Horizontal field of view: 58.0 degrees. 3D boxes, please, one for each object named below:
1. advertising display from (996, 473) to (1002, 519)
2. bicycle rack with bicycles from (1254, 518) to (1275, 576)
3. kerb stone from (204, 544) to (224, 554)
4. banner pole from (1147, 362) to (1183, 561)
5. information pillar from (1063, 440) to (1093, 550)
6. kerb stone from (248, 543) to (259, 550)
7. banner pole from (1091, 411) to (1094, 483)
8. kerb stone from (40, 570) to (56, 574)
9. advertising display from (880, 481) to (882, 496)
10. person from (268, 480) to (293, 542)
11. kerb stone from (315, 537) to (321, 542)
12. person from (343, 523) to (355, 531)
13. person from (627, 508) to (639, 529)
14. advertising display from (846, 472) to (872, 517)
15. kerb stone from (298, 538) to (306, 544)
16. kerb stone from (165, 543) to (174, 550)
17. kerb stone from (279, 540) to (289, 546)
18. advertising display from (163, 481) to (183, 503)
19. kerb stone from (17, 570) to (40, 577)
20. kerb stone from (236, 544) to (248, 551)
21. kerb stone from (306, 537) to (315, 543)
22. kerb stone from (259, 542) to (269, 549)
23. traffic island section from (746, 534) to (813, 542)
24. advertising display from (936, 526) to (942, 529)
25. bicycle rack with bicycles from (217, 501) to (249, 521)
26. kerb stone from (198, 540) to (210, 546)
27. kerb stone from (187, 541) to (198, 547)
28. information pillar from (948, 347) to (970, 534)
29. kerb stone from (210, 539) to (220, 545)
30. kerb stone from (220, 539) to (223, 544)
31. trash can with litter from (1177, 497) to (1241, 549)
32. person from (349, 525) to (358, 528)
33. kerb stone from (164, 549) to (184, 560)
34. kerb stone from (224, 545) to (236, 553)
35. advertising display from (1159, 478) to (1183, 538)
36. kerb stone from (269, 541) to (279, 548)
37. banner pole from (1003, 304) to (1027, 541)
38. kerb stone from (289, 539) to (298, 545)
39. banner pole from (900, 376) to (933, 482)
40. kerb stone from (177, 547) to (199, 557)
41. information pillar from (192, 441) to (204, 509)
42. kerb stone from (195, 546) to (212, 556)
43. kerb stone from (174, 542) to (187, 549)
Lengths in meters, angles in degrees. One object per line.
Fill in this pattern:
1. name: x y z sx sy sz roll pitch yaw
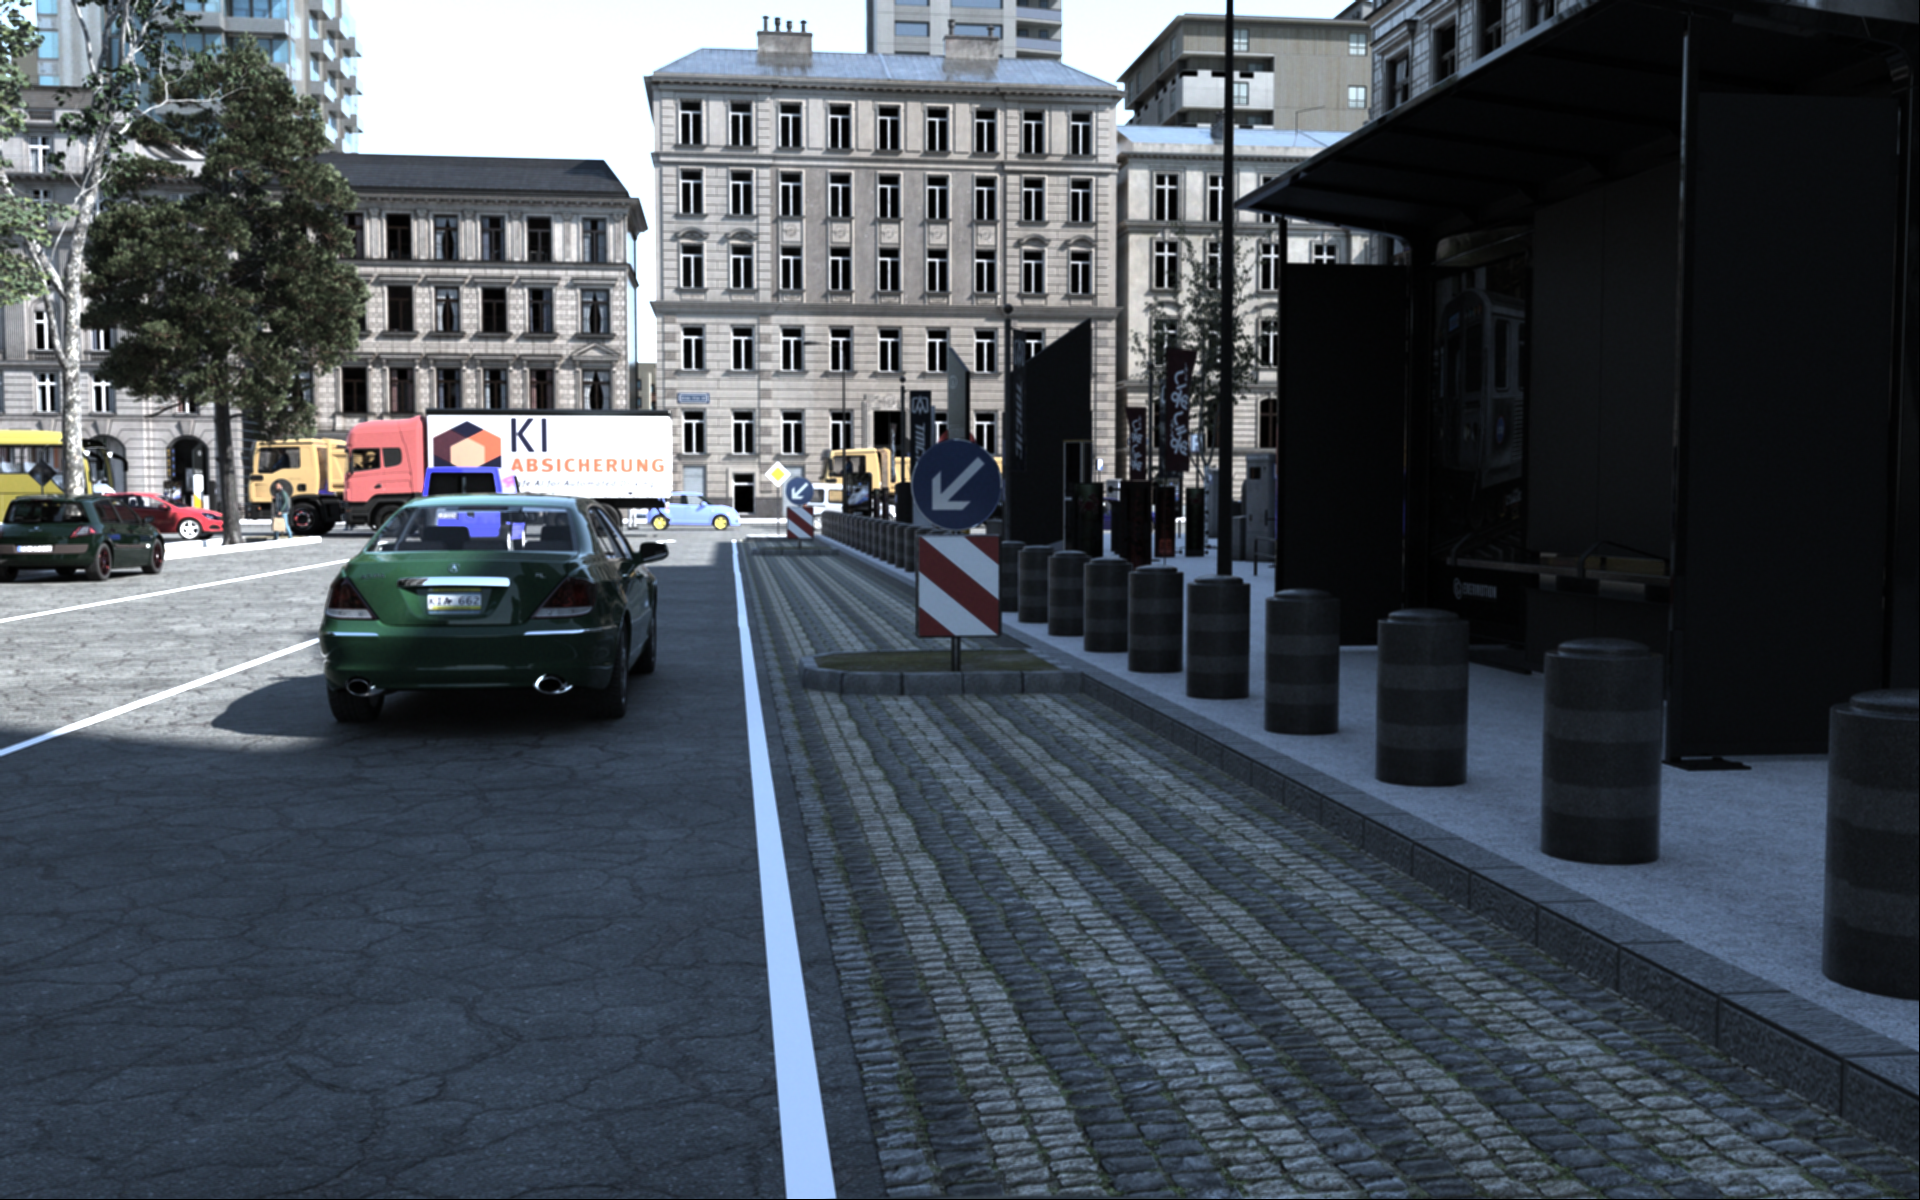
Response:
1. advertising display: 1.215 -2.934 53.182 0.123 1.923 0.974 1 4 10
2. bicycle rack with bicycles: 5.677 -0.806 26.560 2.852 0.926 2.925 0 4 1
3. kerb stone: -17.915 -1.183 41.540 0.120 0.150 1.000 0 4 -8
4. banner pole: 3.858 -2.630 33.014 0.863 3.779 0.401 0 4 7
5. information pillar: 1.607 -1.170 23.623 0.304 2.012 0.304 2 4 32
6. kerb stone: -18.325 -1.367 44.602 0.120 0.150 1.000 0 4 -8
7. banner pole: 3.132 -3.437 46.217 0.863 3.779 0.401 1 4 16
8. kerb stone: -16.563 -0.560 31.354 0.120 0.150 1.000 0 4 -8
9. advertising display: -4.129 -5.085 88.345 0.123 1.923 0.974 1 4 17
10. person: -19.579 -2.535 49.940 0.713 1.824 0.794 -2 4 -32
11. kerb stone: -19.279 -1.807 51.740 0.120 0.150 1.000 0 4 -8
12. person: -24.152 -3.615 68.276 0.731 1.740 0.598 3 5 42
13. person: -13.307 -3.775 70.363 0.789 1.805 0.875 2 4 25
14. advertising display: -3.020 -2.844 51.707 0.974 1.923 0.123 3 5 39
15. kerb stone: -19.013 -1.681 49.702 0.120 0.150 1.000 0 4 -8
16. kerb stone: -20.405 -1.353 44.322 0.120 0.150 1.000 0 4 -8
17. kerb stone: -18.733 -1.558 47.667 0.120 0.150 1.000 0 4 -8
18. advertising display: -38.156 -4.821 84.036 0.974 1.923 0.123 1 4 11
19. kerb stone: -16.413 -0.498 30.336 0.120 0.150 1.000 0 4 -8
20. kerb stone: -18.190 -1.308 43.577 0.120 0.150 1.000 0 4 -8
21. kerb stone: -19.145 -1.739 50.724 0.120 0.150 1.000 0 4 -8
22. kerb stone: -18.457 -1.433 45.619 0.120 0.150 1.000 0 4 -8
23. traffic island section: -5.556 -1.889 53.167 2.009 0.180 2.903 0 4 -8
24. advertising display: -0.455 -2.306 42.913 0.974 1.923 0.123 -2 4 -35
25. bicycle rack with bicycles: -35.654 -4.283 83.401 2.925 0.926 2.852 1 4 19
26. kerb stone: -20.811 -1.539 47.390 0.120 0.150 1.000 0 4 -8
27. kerb stone: -20.679 -1.479 46.373 0.120 0.150 1.000 0 4 -8
28. information pillar: -0.029 -2.213 27.532 0.183 3.616 0.504 -3 4 -38
29. kerb stone: -20.956 -1.603 48.405 0.120 0.150 1.000 0 4 -8
30. kerb stone: -21.092 -1.666 49.442 0.120 0.150 1.000 0 4 -8
31. trash can with litter: 6.138 -1.830 40.977 2.233 1.210 1.678 -1 4 -10
32. person: -25.616 -3.939 73.043 0.875 1.805 0.789 0 4 -6
33. kerb stone: -17.514 -0.997 38.490 0.120 0.150 1.000 0 4 -8
34. kerb stone: -18.053 -1.246 42.561 0.120 0.150 1.000 0 4 -8
35. advertising display: 6.185 -2.796 50.920 0.123 1.923 0.974 -2 4 -33
36. kerb stone: -18.603 -1.496 46.650 0.120 0.150 1.000 0 4 -8
37. banner pole: 0.728 -2.024 23.112 0.401 3.779 0.863 2 4 24
38. kerb stone: -18.868 -1.619 48.683 0.120 0.150 1.000 0 4 -8
39. banner pole: -0.996 -2.868 36.913 0.863 3.779 0.401 1 4 14
40. kerb stone: -17.644 -1.058 39.507 0.120 0.150 1.000 0 4 -8
41. information pillar: -33.301 -5.160 75.716 0.183 3.616 0.504 2 4 24
42. kerb stone: -17.781 -1.121 40.524 0.120 0.150 1.000 0 4 -8
43. kerb stone: -20.540 -1.416 45.353 0.120 0.150 1.000 0 4 -8
